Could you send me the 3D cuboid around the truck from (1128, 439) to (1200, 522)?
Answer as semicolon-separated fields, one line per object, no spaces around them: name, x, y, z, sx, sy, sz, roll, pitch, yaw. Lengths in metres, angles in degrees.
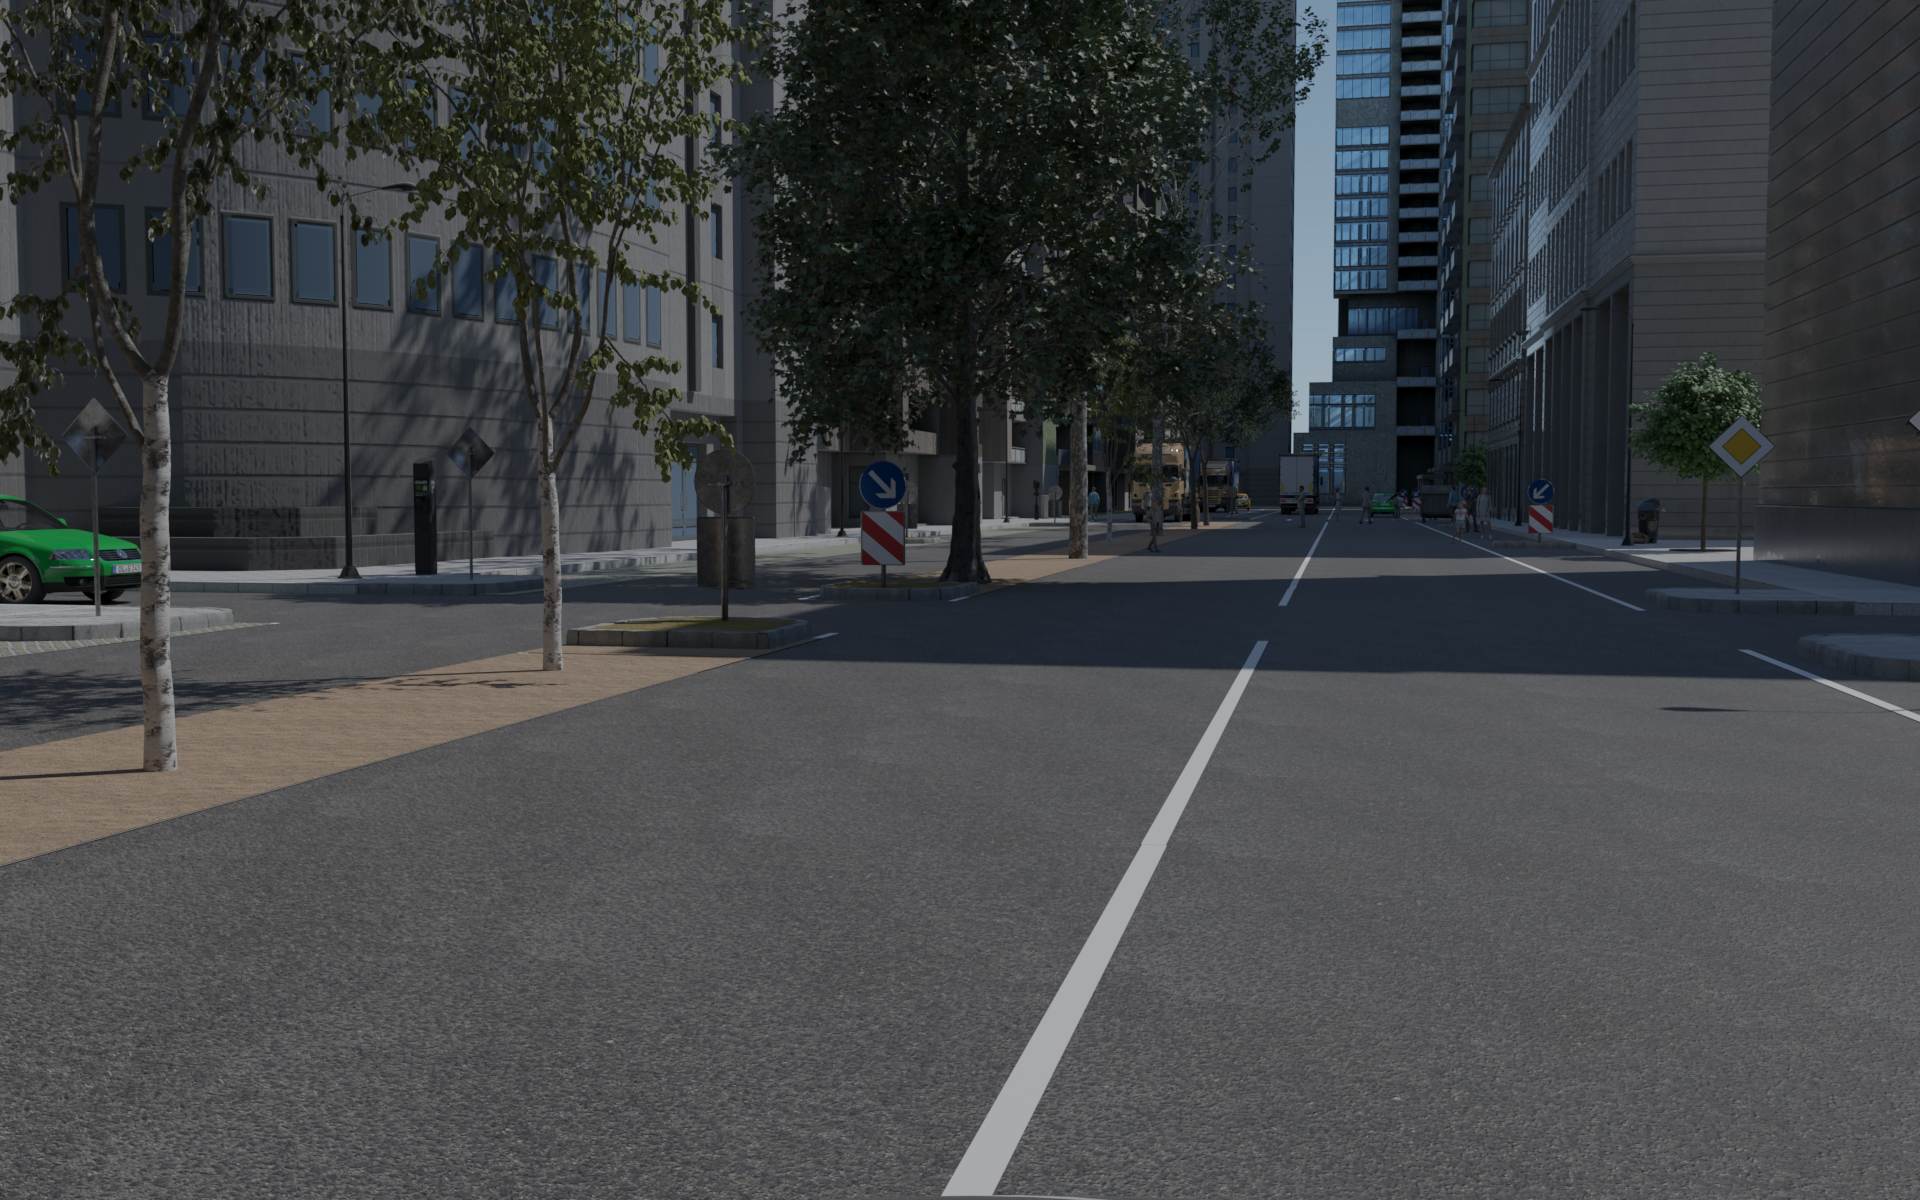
truck;10.850;-6.237;90.887;2.839;4.237;11.283;1;4;13

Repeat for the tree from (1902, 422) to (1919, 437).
tree;12.137;-1.564;20.176;1.663;3.219;1.824;0;3;0

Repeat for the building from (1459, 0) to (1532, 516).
building;38.446;-25.922;107.415;14.154;41.232;14.086;1;4;12

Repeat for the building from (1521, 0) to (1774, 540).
building;27.184;-17.336;60.931;11.434;29.767;29.804;1;4;12

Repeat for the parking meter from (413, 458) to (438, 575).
parking meter;-8.503;-1.335;27.539;0.255;1.863;0.399;0;4;2

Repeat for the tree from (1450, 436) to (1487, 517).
tree;29.639;-7.036;98.751;4.285;4.588;4.351;0;3;0

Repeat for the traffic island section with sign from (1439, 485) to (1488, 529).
traffic island section with sign;21.105;-3.908;72.521;1.989;1.847;2.006;1;4;12

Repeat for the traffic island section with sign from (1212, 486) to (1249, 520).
traffic island section with sign;15.278;-5.472;97.606;2.006;1.907;1.989;1;4;12

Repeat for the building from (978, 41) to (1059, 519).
building;-2.836;-24.871;90.234;14.154;41.232;14.086;1;4;12

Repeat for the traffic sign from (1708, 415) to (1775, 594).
traffic sign;9.947;-1.129;22.106;0.795;2.450;0.064;1;4;12

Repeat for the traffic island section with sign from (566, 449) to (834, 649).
traffic island section with sign;-2.519;-0.542;16.994;2.006;1.907;1.989;1;4;12

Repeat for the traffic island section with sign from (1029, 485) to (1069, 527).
traffic island section with sign;4.191;-4.165;76.725;1.989;1.847;2.006;1;4;12

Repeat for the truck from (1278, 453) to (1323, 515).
truck;24.455;-8.288;124.418;2.839;4.237;11.283;1;4;14

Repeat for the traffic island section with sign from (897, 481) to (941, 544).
traffic island section with sign;-1.626;-2.555;50.403;1.989;1.847;2.006;1;4;12

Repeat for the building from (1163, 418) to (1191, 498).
building;6.297;-19.526;164.289;28.899;21.520;27.650;1;4;12

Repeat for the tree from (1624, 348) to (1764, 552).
tree;16.801;-3.374;38.884;4.285;4.588;4.351;0;3;0

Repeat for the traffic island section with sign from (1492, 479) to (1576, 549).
traffic island section with sign;15.290;-2.298;46.198;1.989;1.847;2.006;1;4;12

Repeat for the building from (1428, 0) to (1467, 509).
building;47.611;-31.090;127.924;23.786;49.044;30.456;1;4;12

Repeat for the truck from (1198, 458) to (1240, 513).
truck;20.492;-9.087;137.485;2.839;4.237;11.283;1;4;14

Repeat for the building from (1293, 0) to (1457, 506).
building;52.307;-53.419;186.066;31.000;86.520;22.319;1;4;12

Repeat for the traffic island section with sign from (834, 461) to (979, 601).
traffic island section with sign;-0.913;-0.984;24.226;2.006;1.907;1.989;1;4;12

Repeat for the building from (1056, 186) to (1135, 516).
building;-0.219;-28.187;115.482;22.147;44.769;28.867;1;4;12

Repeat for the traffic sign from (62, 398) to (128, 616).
traffic sign;-9.049;-0.886;18.128;0.795;2.450;0.064;1;4;12

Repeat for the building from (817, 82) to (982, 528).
building;-7.372;-18.182;68.976;14.160;30.474;14.107;1;4;12

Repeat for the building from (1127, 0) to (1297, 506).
building;22.632;-39.742;191.778;28.212;58.520;21.231;1;4;12

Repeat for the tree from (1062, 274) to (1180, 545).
tree;4.181;-5.826;48.082;4.737;8.622;4.395;0;3;0

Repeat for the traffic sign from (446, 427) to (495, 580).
traffic sign;-7.328;-1.363;25.926;0.795;2.450;0.064;1;4;12

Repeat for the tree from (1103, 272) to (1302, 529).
tree;9.633;-8.176;70.540;8.767;10.594;7.601;1;4;12

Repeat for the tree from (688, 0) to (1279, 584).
tree;0.123;-6.610;27.546;9.611;12.733;9.660;0;3;0

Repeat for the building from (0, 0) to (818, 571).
building;-17.679;-30.494;40.583;21.231;58.520;28.212;1;4;12

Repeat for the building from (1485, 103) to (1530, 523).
building;31.480;-14.414;84.819;9.793;20.994;18.267;1;4;12

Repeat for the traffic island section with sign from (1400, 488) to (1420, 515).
traffic island section with sign;31.924;-6.906;121.546;1.989;1.847;2.006;1;4;12

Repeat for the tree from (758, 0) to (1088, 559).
tree;1.609;-11.034;38.747;12.611;20.169;13.585;0;3;0

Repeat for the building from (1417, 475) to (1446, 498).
building;57.742;-28.255;153.844;32.217;40.220;23.993;1;4;12

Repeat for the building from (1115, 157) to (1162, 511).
building;8.129;-22.304;136.375;14.160;30.474;14.107;1;4;12

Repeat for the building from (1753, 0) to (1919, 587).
building;25.941;-13.895;24.443;25.104;27.353;12.463;1;4;12

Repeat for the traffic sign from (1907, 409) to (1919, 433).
traffic sign;8.226;-0.652;14.308;0.795;2.450;0.064;1;4;12
